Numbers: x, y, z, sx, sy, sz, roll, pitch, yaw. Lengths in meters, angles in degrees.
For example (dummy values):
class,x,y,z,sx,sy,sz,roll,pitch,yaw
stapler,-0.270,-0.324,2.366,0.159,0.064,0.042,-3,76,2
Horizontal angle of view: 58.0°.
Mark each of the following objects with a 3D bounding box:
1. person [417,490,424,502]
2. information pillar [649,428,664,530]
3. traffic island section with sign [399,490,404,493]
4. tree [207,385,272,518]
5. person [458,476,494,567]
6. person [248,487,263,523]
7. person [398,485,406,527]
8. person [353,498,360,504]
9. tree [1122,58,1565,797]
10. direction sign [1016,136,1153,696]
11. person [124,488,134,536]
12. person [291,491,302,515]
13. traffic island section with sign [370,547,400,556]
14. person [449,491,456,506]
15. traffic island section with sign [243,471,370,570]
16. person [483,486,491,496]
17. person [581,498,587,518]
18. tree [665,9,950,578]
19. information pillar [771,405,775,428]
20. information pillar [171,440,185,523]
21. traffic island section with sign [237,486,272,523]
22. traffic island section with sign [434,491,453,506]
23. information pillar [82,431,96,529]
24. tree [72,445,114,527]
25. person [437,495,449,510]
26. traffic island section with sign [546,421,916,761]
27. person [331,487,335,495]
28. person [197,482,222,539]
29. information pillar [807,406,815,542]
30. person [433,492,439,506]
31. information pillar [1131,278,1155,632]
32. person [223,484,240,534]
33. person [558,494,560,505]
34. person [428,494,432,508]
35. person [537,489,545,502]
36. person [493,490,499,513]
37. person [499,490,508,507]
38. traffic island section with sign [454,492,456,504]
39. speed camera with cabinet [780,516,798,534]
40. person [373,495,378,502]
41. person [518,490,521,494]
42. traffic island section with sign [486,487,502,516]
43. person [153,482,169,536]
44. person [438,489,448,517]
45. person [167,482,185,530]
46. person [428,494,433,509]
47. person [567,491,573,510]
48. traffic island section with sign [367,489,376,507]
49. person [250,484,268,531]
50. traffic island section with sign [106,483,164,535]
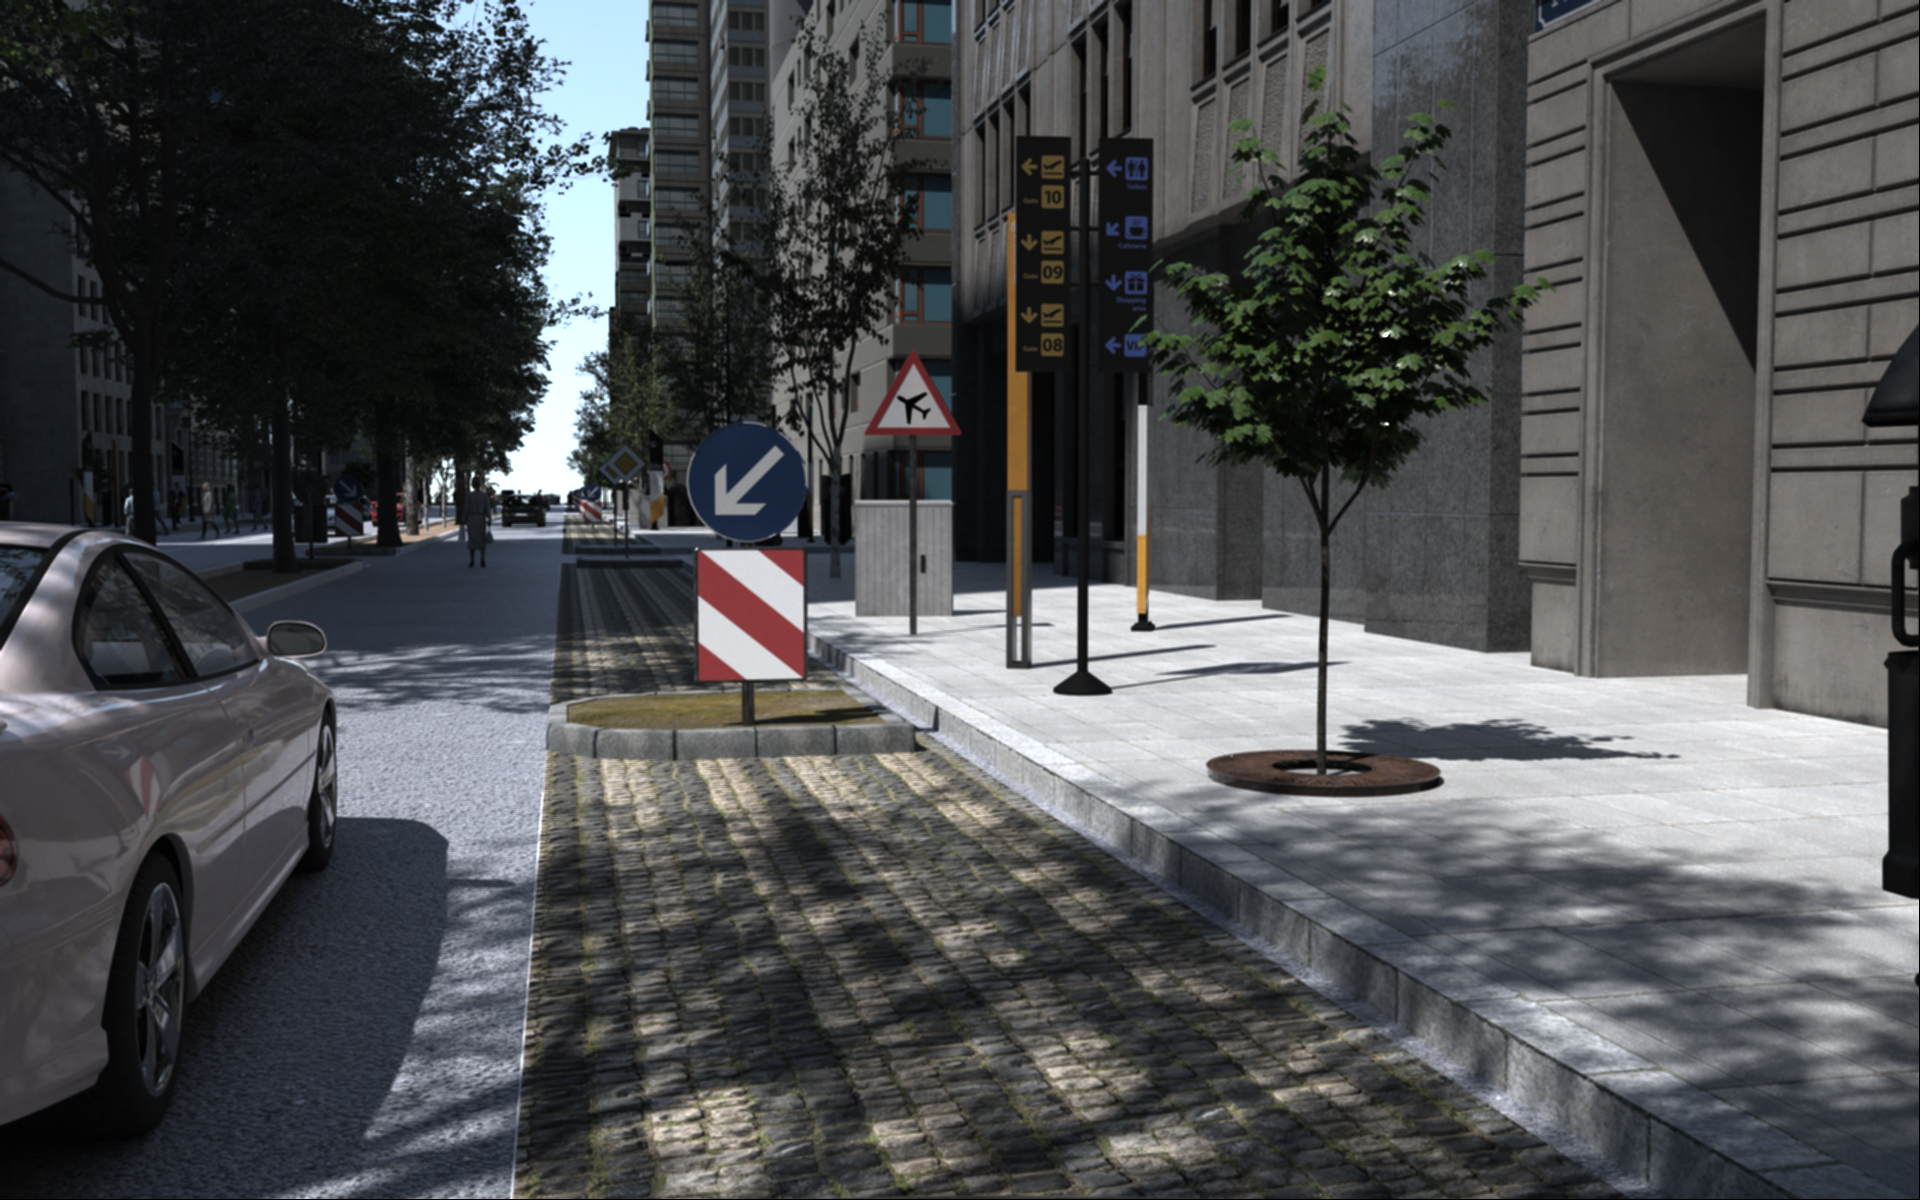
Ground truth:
class,x,y,z,sx,sy,sz,roll,pitch,yaw
person,-47.274,-8.738,151.396,1.348,1.821,0.705,1,4,14
information pillar,-10.811,-4.300,61.657,0.504,3.616,0.183,-1,4,-10
traffic island section with sign,-52.264,-9.412,162.510,1.989,1.847,2.006,-1,4,-13
tree,-38.441,-8.736,93.197,4.737,8.622,4.395,0,3,0
person,-9.488,-1.532,33.906,0.694,1.780,0.624,-1,4,-11
person,-34.640,-4.687,85.233,0.694,1.812,0.767,0,4,-4
person,-23.974,-4.072,74.984,0.656,1.842,0.836,-1,4,-23
person,-31.787,-5.042,91.107,0.590,1.801,0.661,-2,4,-29
tree,1.614,-0.812,7.875,1.663,3.219,1.824,0,3,0
direction sign,0.792,-1.168,11.094,0.876,3.537,0.379,0,4,-6
person,-23.425,-2.371,49.076,0.589,1.601,0.330,-3,5,-42
person,-27.111,-3.797,70.673,0.616,1.811,0.778,-2,4,-28
traffic island section with sign,-14.298,-1.995,40.751,2.006,1.907,1.989,-1,4,-13
person,-62.270,-12.533,213.371,1.348,1.831,0.705,-1,4,-23
traffic island section with sign,-12.663,-1.553,33.525,2.006,1.907,1.989,-1,4,-13
person,-26.151,-5.357,95.451,0.474,1.900,0.648,1,4,15
person,-22.230,-5.733,102.474,0.600,1.795,0.529,1,4,14
tree,-2.063,-4.656,26.484,4.360,8.622,3.978,0,3,0
information pillar,-4.923,-3.325,45.724,0.183,3.616,0.504,-1,4,-11
information pillar,-34.186,-5.160,75.724,0.504,3.616,0.183,0,4,-5
traffic island section with sign,-35.062,-4.789,86.926,1.989,1.847,2.006,-1,4,-13
traffic island section with sign,-64.288,-12.641,215.311,1.989,1.847,2.006,-1,4,-13
information pillar,-32.204,-4.442,63.989,0.183,3.616,0.504,0,4,7
tree,-33.862,-4.489,67.991,1.663,3.219,1.824,0,3,0
person,-38.461,-7.316,128.944,1.217,1.723,0.721,2,4,29
traffic island section with sign,-1.432,-0.098,10.234,1.989,1.847,2.006,-1,4,-13
person,-26.078,-3.850,72.206,0.466,1.731,0.760,1,4,16
person,-23.660,-2.808,54.596,0.728,1.800,0.709,-3,4,-39
information pillar,-3.963,-3.338,45.926,0.183,3.616,0.504,0,3,0
person,-62.000,-11.998,205.391,1.217,1.736,0.721,1,4,17
information pillar,1.747,-1.527,16.314,0.183,3.616,0.504,1,4,13
person,-26.272,-3.282,62.410,0.529,1.795,0.600,0,4,-8
person,-53.858,-13.514,232.717,0.557,1.426,1.065,-1,4,-10
person,-56.050,-10.464,182.778,0.628,1.438,0.799,-1,4,-9
person,-28.864,-6.752,119.351,0.568,1.767,0.683,-1,4,-12
person,-34.217,-7.249,127.734,0.721,1.743,1.217,-2,4,-29
person,-34.745,-7.528,132.368,0.721,1.735,1.217,3,4,37
traffic island section with sign,-70.299,-14.255,241.697,1.989,1.847,2.006,-1,4,-13
speed camera with cabinet,-5.721,-3.815,56.707,0.660,3.252,2.038,-1,4,-14
person,-47.983,-8.121,141.968,0.721,1.739,1.217,1,4,8
person,-29.718,-6.584,116.965,1.217,1.723,0.721,0,4,2
traffic island section with sign,-30.987,-6.476,114.019,2.006,1.907,1.989,-1,4,-13
person,-27.547,-3.118,59.339,0.748,1.841,0.638,0,4,7
person,-32.863,-6.193,110.025,0.678,1.792,0.850,0,4,-2
person,-30.885,-3.698,68.318,0.474,1.900,0.648,0,4,7
person,-52.460,-9.767,171.442,1.065,1.426,0.557,-3,4,-36
person,-33.522,-8.532,148.909,0.541,1.710,0.530,-2,4,-34
traffic island section with sign,-46.276,-7.804,136.226,1.989,1.847,2.006,-1,4,-13
person,-27.496,-3.629,67.856,0.654,1.822,0.581,1,4,10
traffic island section with sign,-29.071,-3.181,60.642,1.989,1.847,2.006,-1,4,-13
